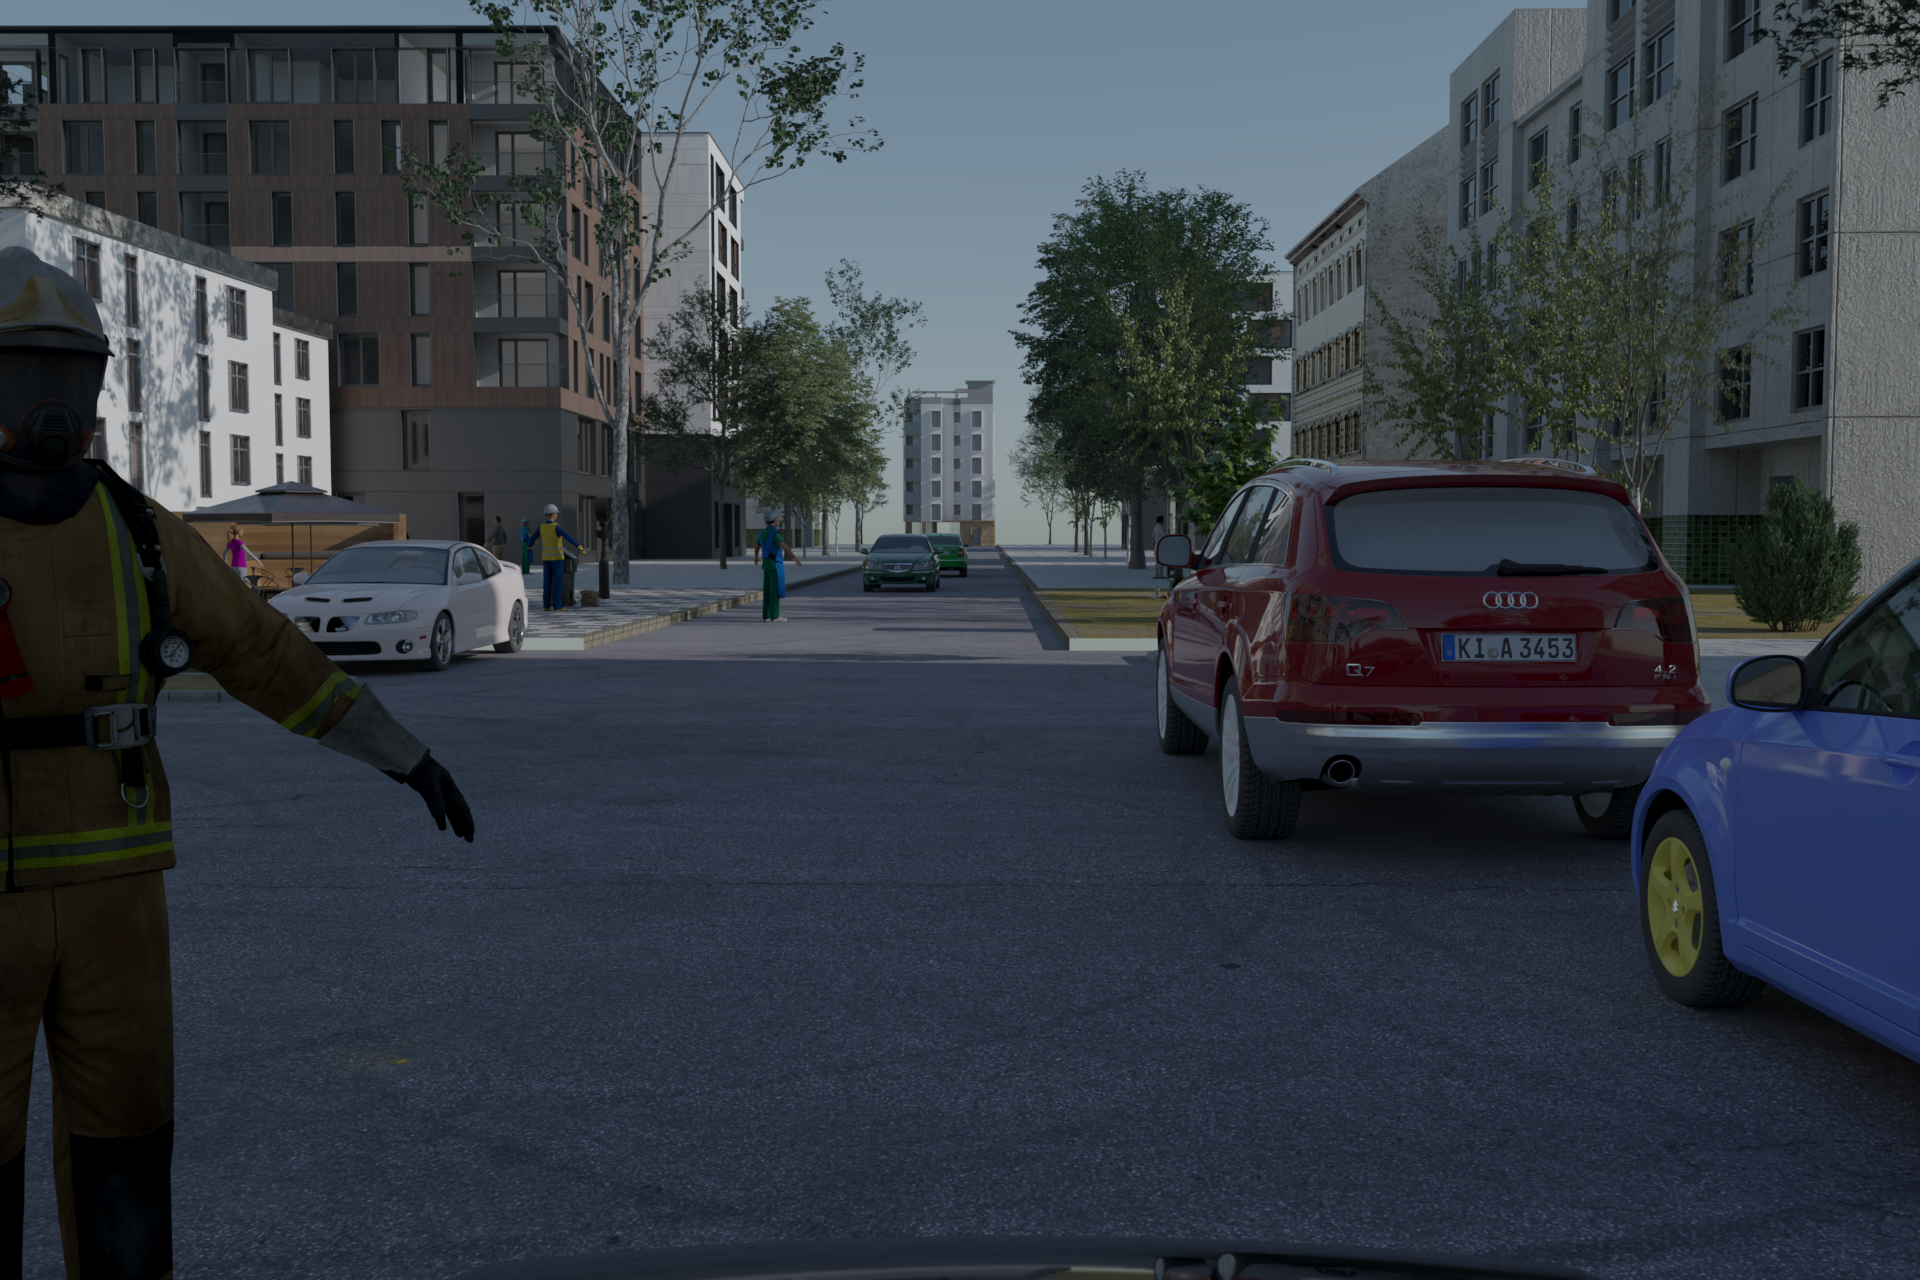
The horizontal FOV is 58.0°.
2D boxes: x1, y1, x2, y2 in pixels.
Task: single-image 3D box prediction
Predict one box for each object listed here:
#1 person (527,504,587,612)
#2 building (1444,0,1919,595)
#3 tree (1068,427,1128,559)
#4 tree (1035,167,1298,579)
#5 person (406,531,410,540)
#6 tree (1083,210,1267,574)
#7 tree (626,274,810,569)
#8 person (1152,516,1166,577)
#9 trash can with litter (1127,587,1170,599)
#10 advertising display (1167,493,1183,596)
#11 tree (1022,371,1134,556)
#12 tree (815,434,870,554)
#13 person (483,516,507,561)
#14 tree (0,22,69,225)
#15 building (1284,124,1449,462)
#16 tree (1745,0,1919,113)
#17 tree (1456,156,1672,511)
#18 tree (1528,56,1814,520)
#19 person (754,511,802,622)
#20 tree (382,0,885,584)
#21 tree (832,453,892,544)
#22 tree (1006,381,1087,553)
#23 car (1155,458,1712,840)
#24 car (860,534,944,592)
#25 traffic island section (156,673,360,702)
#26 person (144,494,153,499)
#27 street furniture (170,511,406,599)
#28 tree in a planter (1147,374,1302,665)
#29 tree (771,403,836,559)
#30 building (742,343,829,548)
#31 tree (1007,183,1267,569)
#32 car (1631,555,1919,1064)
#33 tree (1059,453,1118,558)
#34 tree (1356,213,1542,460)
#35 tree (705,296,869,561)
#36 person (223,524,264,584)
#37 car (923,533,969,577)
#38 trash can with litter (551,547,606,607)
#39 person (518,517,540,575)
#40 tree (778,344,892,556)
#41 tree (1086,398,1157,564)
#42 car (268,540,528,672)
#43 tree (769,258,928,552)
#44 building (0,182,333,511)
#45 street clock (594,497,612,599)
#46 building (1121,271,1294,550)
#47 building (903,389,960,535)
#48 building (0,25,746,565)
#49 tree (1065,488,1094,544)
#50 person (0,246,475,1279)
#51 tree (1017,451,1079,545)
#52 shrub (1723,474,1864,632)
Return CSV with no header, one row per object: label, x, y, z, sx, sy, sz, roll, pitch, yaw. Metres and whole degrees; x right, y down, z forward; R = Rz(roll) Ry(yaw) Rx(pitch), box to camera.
person,-6.700,-1.359,28.691,1.216,1.772,0.721,2,4,26
building,26.833,-11.301,51.225,16.747,18.905,31.486,0,4,1
tree,7.457,-8.422,88.066,4.360,8.622,3.978,0,3,0
tree,6.006,-7.559,49.353,9.928,11.665,9.643,0,3,0
person,-17.962,-3.026,55.407,0.705,1.837,1.347,1,4,17
tree,4.984,-5.396,38.593,4.737,8.622,4.395,0,3,0
tree,-8.979,-7.873,63.142,7.601,10.594,8.767,-3,4,-38
person,5.779,-2.666,49.781,0.705,1.806,1.347,-1,4,-16
trash can with litter,4.196,-1.407,34.066,1.678,1.210,2.233,0,4,0
advertising display,3.147,-1.231,25.334,0.123,1.923,0.974,0,4,1
tree,7.579,-10.893,103.862,9.928,11.665,9.643,0,3,0
tree,-8.047,-9.848,111.385,4.360,8.622,3.978,0,3,0
person,-13.117,-2.618,49.080,0.705,1.796,1.348,1,4,10
tree,-12.619,-5.006,16.263,8.767,10.594,7.601,0,4,-7
building,27.226,-15.546,85.112,19.493,23.208,18.063,0,4,1
tree,8.924,-4.657,10.560,7.601,10.594,8.767,-2,4,-25
tree,11.839,-5.100,33.746,4.737,8.622,4.395,0,3,0
tree,10.623,-4.730,27.706,4.360,8.622,3.978,0,3,0
person,-3.046,-1.209,28.346,0.704,1.817,1.347,-3,4,-38
tree,-8.337,-11.575,45.148,12.611,20.169,13.585,0,3,0
tree,-12.331,-17.610,213.678,9.928,11.665,9.643,0,3,0
tree,8.249,-12.865,120.719,12.009,13.543,11.850,0,3,0
car,2.293,-0.060,9.654,2.281,1.827,5.304,0,4,1
car,-1.468,-1.999,44.483,2.131,1.459,4.920,0,4,1
traffic island section,-6.642,0.432,15.802,1.991,0.108,1.994,0,4,1
person,-11.417,-1.127,24.279,0.705,1.847,1.347,0,4,7
street furniture,-15.685,-1.887,37.702,11.010,1.723,9.812,-1,4,-13
tree in a planter,3.134,-1.356,19.389,1.991,3.239,1.994,0,3,0
tree,-8.185,-8.561,90.340,4.737,8.622,4.395,0,3,0
building,-23.161,-18.756,173.118,16.747,18.905,31.486,0,4,2
tree,6.607,-9.586,63.391,9.857,13.997,8.962,0,3,0
car,2.985,0.332,4.159,1.945,1.707,3.694,0,4,1
tree,7.267,-8.836,94.832,4.737,8.622,4.395,0,3,0
tree,11.226,-5.427,39.093,4.737,8.622,4.395,0,3,0
tree,-8.192,-10.055,82.528,7.486,12.596,7.792,0,3,0
person,-10.959,-1.050,26.436,0.991,1.433,0.599,2,4,34
car,-0.647,-3.062,58.862,1.959,1.807,4.718,0,4,0
trash can with litter,-6.832,-1.183,30.721,1.055,1.170,0.624,0,4,2
person,-13.609,-2.957,54.470,0.704,1.817,1.347,-3,4,-39
tree,-7.929,-11.289,102.705,7.486,12.596,7.792,0,3,0
tree,7.134,-7.505,73.064,4.737,8.622,4.395,0,3,0
car,-6.276,-0.441,19.580,2.083,1.381,4.827,0,4,1
tree,-8.290,-16.271,121.912,12.611,20.169,13.585,0,3,0
building,-26.336,-6.941,55.633,9.099,9.664,28.070,0,4,2
street clock,-7.019,-1.807,34.109,0.358,2.002,0.471,0,4,0
building,27.899,-18.784,151.087,27.936,21.610,32.646,0,4,1
building,-6.759,-21.945,217.674,11.380,20.090,16.016,0,4,5
building,-26.667,-14.819,86.271,27.936,21.610,32.646,0,3,0
tree,15.284,-16.394,218.396,4.737,8.622,4.395,0,3,0
person,-1.390,0.343,2.612,0.705,1.858,1.354,3,5,44
tree,10.903,-17.472,211.415,9.928,11.665,9.643,0,3,0
shrub,11.028,-1.155,22.923,1.661,2.075,1.752,0,3,0
